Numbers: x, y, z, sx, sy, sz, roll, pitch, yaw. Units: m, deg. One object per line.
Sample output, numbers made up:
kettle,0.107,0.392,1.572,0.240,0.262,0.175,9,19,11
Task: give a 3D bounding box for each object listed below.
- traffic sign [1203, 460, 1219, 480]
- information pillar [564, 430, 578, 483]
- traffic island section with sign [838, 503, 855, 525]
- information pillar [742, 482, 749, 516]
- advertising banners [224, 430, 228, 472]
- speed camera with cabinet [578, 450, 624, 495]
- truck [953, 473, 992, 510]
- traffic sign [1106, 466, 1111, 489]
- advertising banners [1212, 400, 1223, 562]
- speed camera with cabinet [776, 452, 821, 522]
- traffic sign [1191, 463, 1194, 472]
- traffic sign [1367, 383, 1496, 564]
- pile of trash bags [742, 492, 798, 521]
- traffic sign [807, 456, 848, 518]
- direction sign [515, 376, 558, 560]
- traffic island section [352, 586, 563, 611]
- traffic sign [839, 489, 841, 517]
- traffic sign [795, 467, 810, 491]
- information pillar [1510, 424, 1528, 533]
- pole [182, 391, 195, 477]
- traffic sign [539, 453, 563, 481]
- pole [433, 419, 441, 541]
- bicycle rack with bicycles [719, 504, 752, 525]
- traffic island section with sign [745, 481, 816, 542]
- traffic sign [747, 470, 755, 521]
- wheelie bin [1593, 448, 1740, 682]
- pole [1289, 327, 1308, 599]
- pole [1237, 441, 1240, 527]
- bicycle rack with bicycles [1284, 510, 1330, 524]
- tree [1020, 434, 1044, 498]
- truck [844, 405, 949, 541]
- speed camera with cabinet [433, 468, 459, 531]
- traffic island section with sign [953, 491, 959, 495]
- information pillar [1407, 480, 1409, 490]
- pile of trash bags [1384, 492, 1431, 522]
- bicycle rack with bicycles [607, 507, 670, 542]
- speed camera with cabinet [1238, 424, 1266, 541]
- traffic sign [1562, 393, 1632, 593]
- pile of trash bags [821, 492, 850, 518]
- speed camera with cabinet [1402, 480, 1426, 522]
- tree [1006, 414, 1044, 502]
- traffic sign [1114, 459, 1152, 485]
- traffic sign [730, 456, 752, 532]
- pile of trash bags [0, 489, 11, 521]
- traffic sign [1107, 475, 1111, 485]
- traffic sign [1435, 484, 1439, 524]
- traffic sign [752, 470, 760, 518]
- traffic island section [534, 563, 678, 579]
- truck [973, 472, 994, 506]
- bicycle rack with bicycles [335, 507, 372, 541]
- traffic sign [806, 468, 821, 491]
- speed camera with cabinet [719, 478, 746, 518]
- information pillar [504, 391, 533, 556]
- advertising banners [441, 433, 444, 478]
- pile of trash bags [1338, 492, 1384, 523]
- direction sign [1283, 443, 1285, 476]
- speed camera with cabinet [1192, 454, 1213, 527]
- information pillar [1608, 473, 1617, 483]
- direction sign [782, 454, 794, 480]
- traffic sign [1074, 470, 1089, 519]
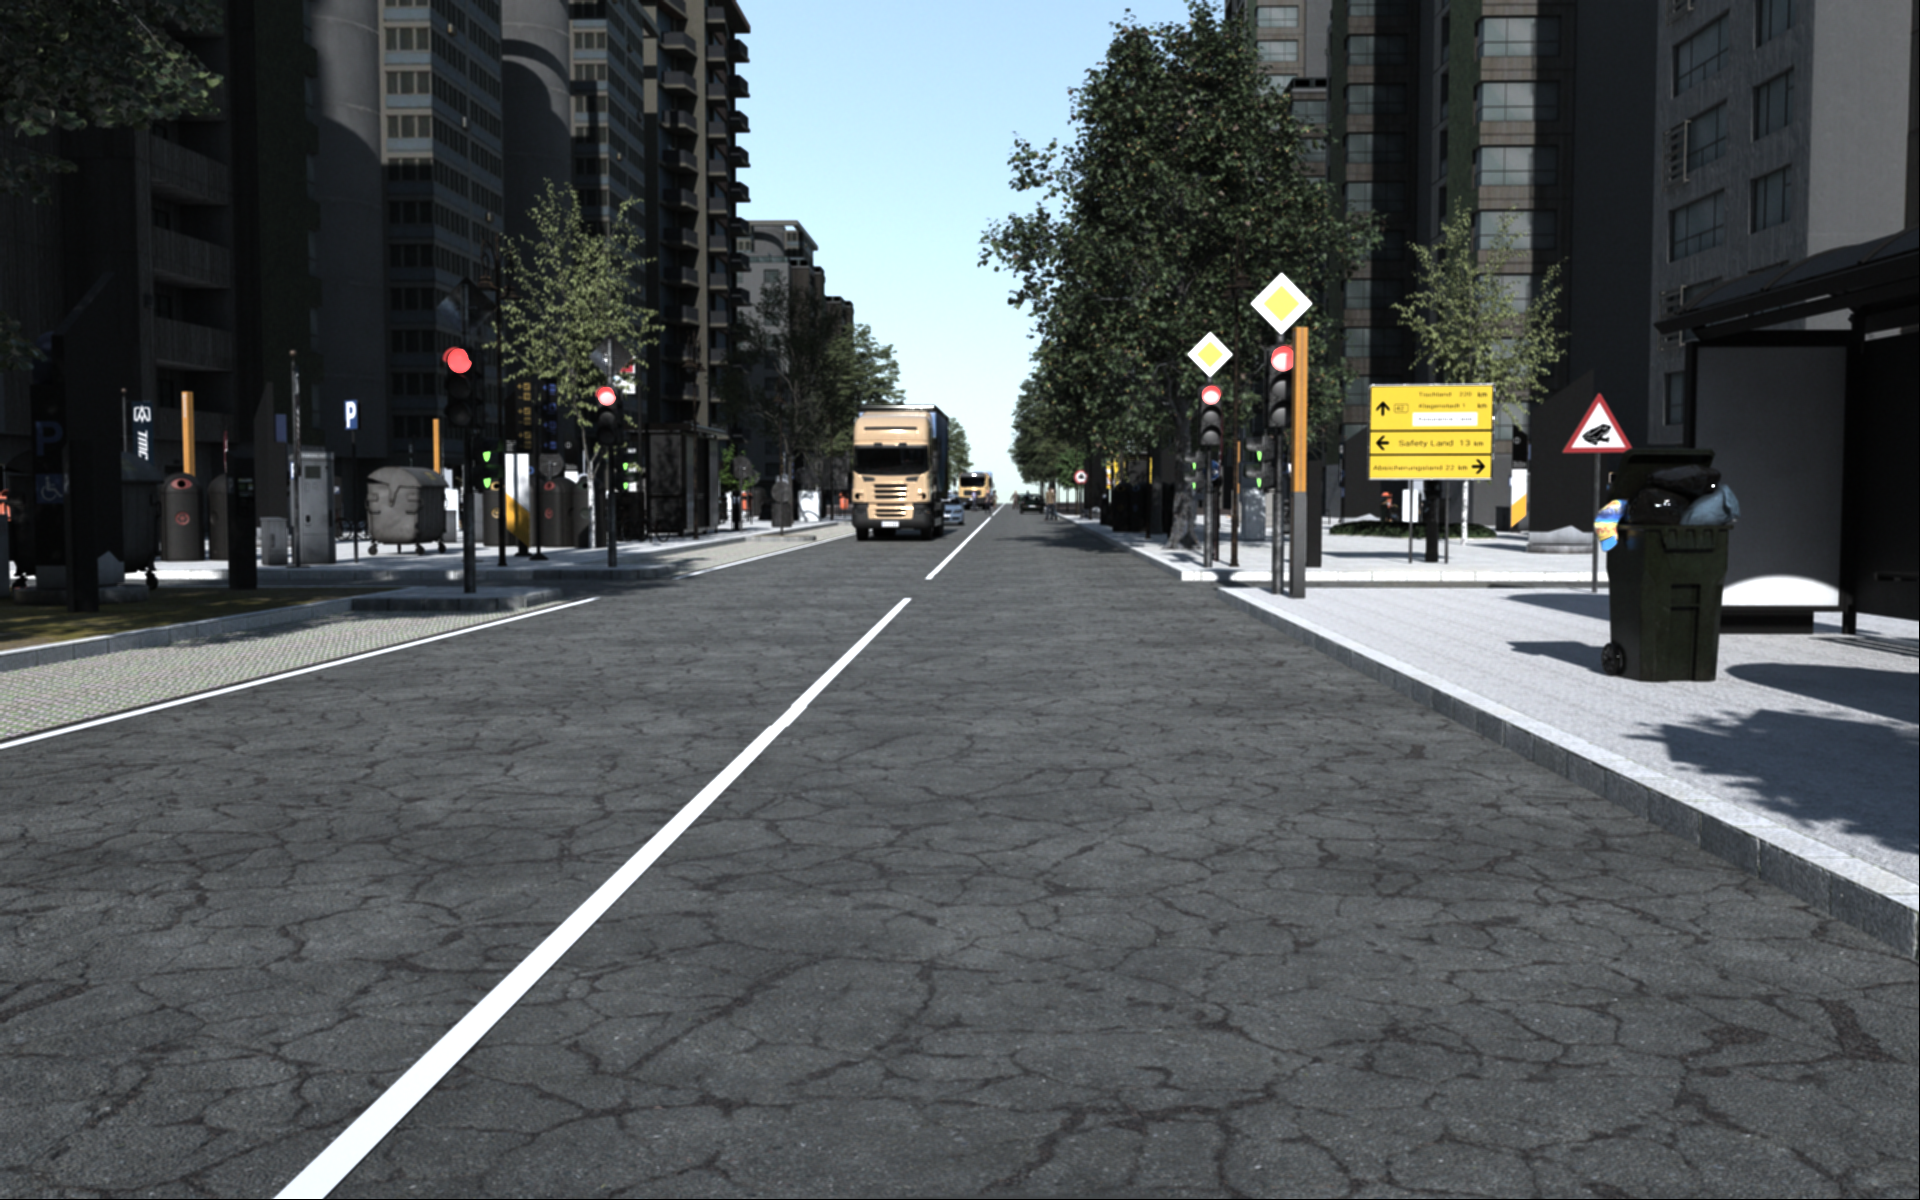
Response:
traffic sign,9.358,-3.960,64.847,0.768,2.556,0.104,1,4,9
information pillar,-14.172,-4.388,63.092,0.504,3.616,0.183,-1,4,-22
traffic island section with sign,-4.590,-4.387,80.351,1.989,1.847,2.006,0,4,2
information pillar,-12.165,-5.729,98.155,0.304,2.012,0.304,3,4,37
advertising banners,-19.629,-3.091,46.723,0.090,3.025,2.074,-2,4,-32
speed camera with cabinet,-16.244,-5.130,78.216,2.038,3.252,0.660,1,4,13
truck,1.334,-9.935,158.360,3.469,3.379,9.791,0,4,3
traffic sign,9.069,-6.799,105.036,2.265,3.308,0.079,0,4,2
advertising banners,4.925,-2.263,33.192,0.090,3.025,2.074,0,4,5
speed camera with cabinet,-7.570,-5.304,81.054,2.038,3.252,0.660,-1,4,-17
traffic sign,8.112,-3.765,61.660,0.768,2.556,0.104,0,4,5
traffic sign,8.652,-2.325,31.892,2.265,3.308,0.079,1,4,9
pile of trash bags,-9.189,-4.580,84.641,3.447,1.369,1.912,-3,4,-38
traffic sign,-7.191,-6.115,93.847,2.265,3.308,0.079,1,4,8
direction sign,-8.203,-2.546,33.618,0.876,3.537,0.379,-3,5,-42
traffic island section,-6.393,-0.015,22.534,2.009,0.180,2.903,0,4,2
traffic sign,-6.749,-5.958,97.520,0.768,2.556,0.104,0,4,7
traffic sign,-7.480,-5.022,82.208,0.768,2.556,0.104,1,4,10
information pillar,18.577,-4.050,57.567,0.504,3.616,0.183,1,4,16
pole,-15.352,-2.487,34.509,0.158,3.312,0.155,0,3,0
traffic sign,-11.919,-3.076,50.397,0.768,2.556,0.104,0,4,4
pole,-14.189,-3.254,47.054,0.158,3.312,0.155,0,3,0
bicycle rack with bicycles,-10.318,-3.678,73.515,2.852,0.926,2.925,3,5,43
traffic island section with sign,-5.440,-2.707,52.892,1.989,1.847,2.006,0,4,2
traffic sign,-9.966,-4.959,81.187,0.768,2.556,0.104,0,4,5
wheelie bin,4.931,-0.251,12.016,0.980,1.594,0.693,0,4,-6
pole,4.155,-1.676,21.249,0.158,3.312,0.155,0,3,0
pole,10.715,-4.473,66.979,0.158,3.312,0.155,0,3,0
bicycle rack with bicycles,14.417,-3.677,73.504,2.852,0.926,2.925,-1,4,-17
tree,12.005,-19.956,252.040,9.928,11.665,9.643,0,3,0
truck,-1.874,-4.142,56.639,2.839,4.237,11.283,0,4,2
speed camera with cabinet,-17.887,-4.035,60.310,0.660,3.252,2.038,-2,4,-24
traffic island section with sign,0.410,-14.150,239.975,1.989,1.847,2.006,0,4,2
information pillar,22.336,-4.973,85.798,0.304,2.012,0.304,-3,5,-43
pile of trash bags,18.192,-3.607,68.732,1.912,1.369,3.447,2,4,23
bicycle rack with bicycles,-9.443,-2.013,46.290,2.852,0.926,2.925,-3,4,-38
speed camera with cabinet,8.179,-3.311,48.474,0.660,3.252,2.038,0,4,4
traffic sign,8.233,-1.370,22.397,0.884,2.594,0.081,0,4,8
pile of trash bags,-7.563,-5.041,92.179,3.447,1.369,1.912,0,4,2
speed camera with cabinet,16.706,-4.238,63.631,0.660,3.252,2.038,1,4,23
tree,11.309,-20.020,237.689,12.009,13.543,11.850,0,3,0
traffic sign,9.795,-6.383,98.241,2.265,3.308,0.079,0,4,3
traffic sign,-7.352,-3.545,58.069,0.768,2.556,0.104,0,4,6
pile of trash bags,-19.185,-1.455,33.550,3.447,1.369,1.912,2,4,27
traffic sign,8.604,-6.267,102.474,0.884,2.594,0.081,0,4,4
traffic sign,9.236,-2.045,33.542,0.768,2.556,0.104,0,4,5
traffic sign,-10.998,-5.613,91.876,0.768,2.556,0.104,0,4,7
traffic island section,-6.143,-0.504,30.515,2.009,0.180,2.903,0,4,2
truck,2.969,-13.613,212.329,2.967,4.110,18.799,0,4,3
bicycle rack with bicycles,-16.500,-2.149,48.523,2.925,0.926,2.852,1,4,22
traffic sign,-7.432,-5.340,87.308,0.884,2.594,0.081,0,4,7
speed camera with cabinet,-12.478,-5.983,92.163,2.038,3.252,0.660,-1,4,-19
information pillar,-9.083,-2.706,35.600,0.504,3.616,0.183,0,4,-4
advertising banners,-14.764,-3.247,49.273,0.090,3.025,2.074,-1,4,-12
pile of trash bags,18.676,-4.207,78.534,1.912,1.369,3.447,3,5,40
direction sign,14.234,-5.170,76.533,0.379,3.537,0.876,1,4,22
speed camera with cabinet,9.004,-4.462,67.293,0.660,3.252,2.038,-2,4,-28
information pillar,22.359,-3.352,59.304,0.304,2.012,0.304,1,4,16
direction sign,-9.801,-6.512,98.473,0.876,3.537,0.379,2,4,25
traffic sign,6.332,-5.523,90.409,0.768,2.556,0.104,1,4,10
